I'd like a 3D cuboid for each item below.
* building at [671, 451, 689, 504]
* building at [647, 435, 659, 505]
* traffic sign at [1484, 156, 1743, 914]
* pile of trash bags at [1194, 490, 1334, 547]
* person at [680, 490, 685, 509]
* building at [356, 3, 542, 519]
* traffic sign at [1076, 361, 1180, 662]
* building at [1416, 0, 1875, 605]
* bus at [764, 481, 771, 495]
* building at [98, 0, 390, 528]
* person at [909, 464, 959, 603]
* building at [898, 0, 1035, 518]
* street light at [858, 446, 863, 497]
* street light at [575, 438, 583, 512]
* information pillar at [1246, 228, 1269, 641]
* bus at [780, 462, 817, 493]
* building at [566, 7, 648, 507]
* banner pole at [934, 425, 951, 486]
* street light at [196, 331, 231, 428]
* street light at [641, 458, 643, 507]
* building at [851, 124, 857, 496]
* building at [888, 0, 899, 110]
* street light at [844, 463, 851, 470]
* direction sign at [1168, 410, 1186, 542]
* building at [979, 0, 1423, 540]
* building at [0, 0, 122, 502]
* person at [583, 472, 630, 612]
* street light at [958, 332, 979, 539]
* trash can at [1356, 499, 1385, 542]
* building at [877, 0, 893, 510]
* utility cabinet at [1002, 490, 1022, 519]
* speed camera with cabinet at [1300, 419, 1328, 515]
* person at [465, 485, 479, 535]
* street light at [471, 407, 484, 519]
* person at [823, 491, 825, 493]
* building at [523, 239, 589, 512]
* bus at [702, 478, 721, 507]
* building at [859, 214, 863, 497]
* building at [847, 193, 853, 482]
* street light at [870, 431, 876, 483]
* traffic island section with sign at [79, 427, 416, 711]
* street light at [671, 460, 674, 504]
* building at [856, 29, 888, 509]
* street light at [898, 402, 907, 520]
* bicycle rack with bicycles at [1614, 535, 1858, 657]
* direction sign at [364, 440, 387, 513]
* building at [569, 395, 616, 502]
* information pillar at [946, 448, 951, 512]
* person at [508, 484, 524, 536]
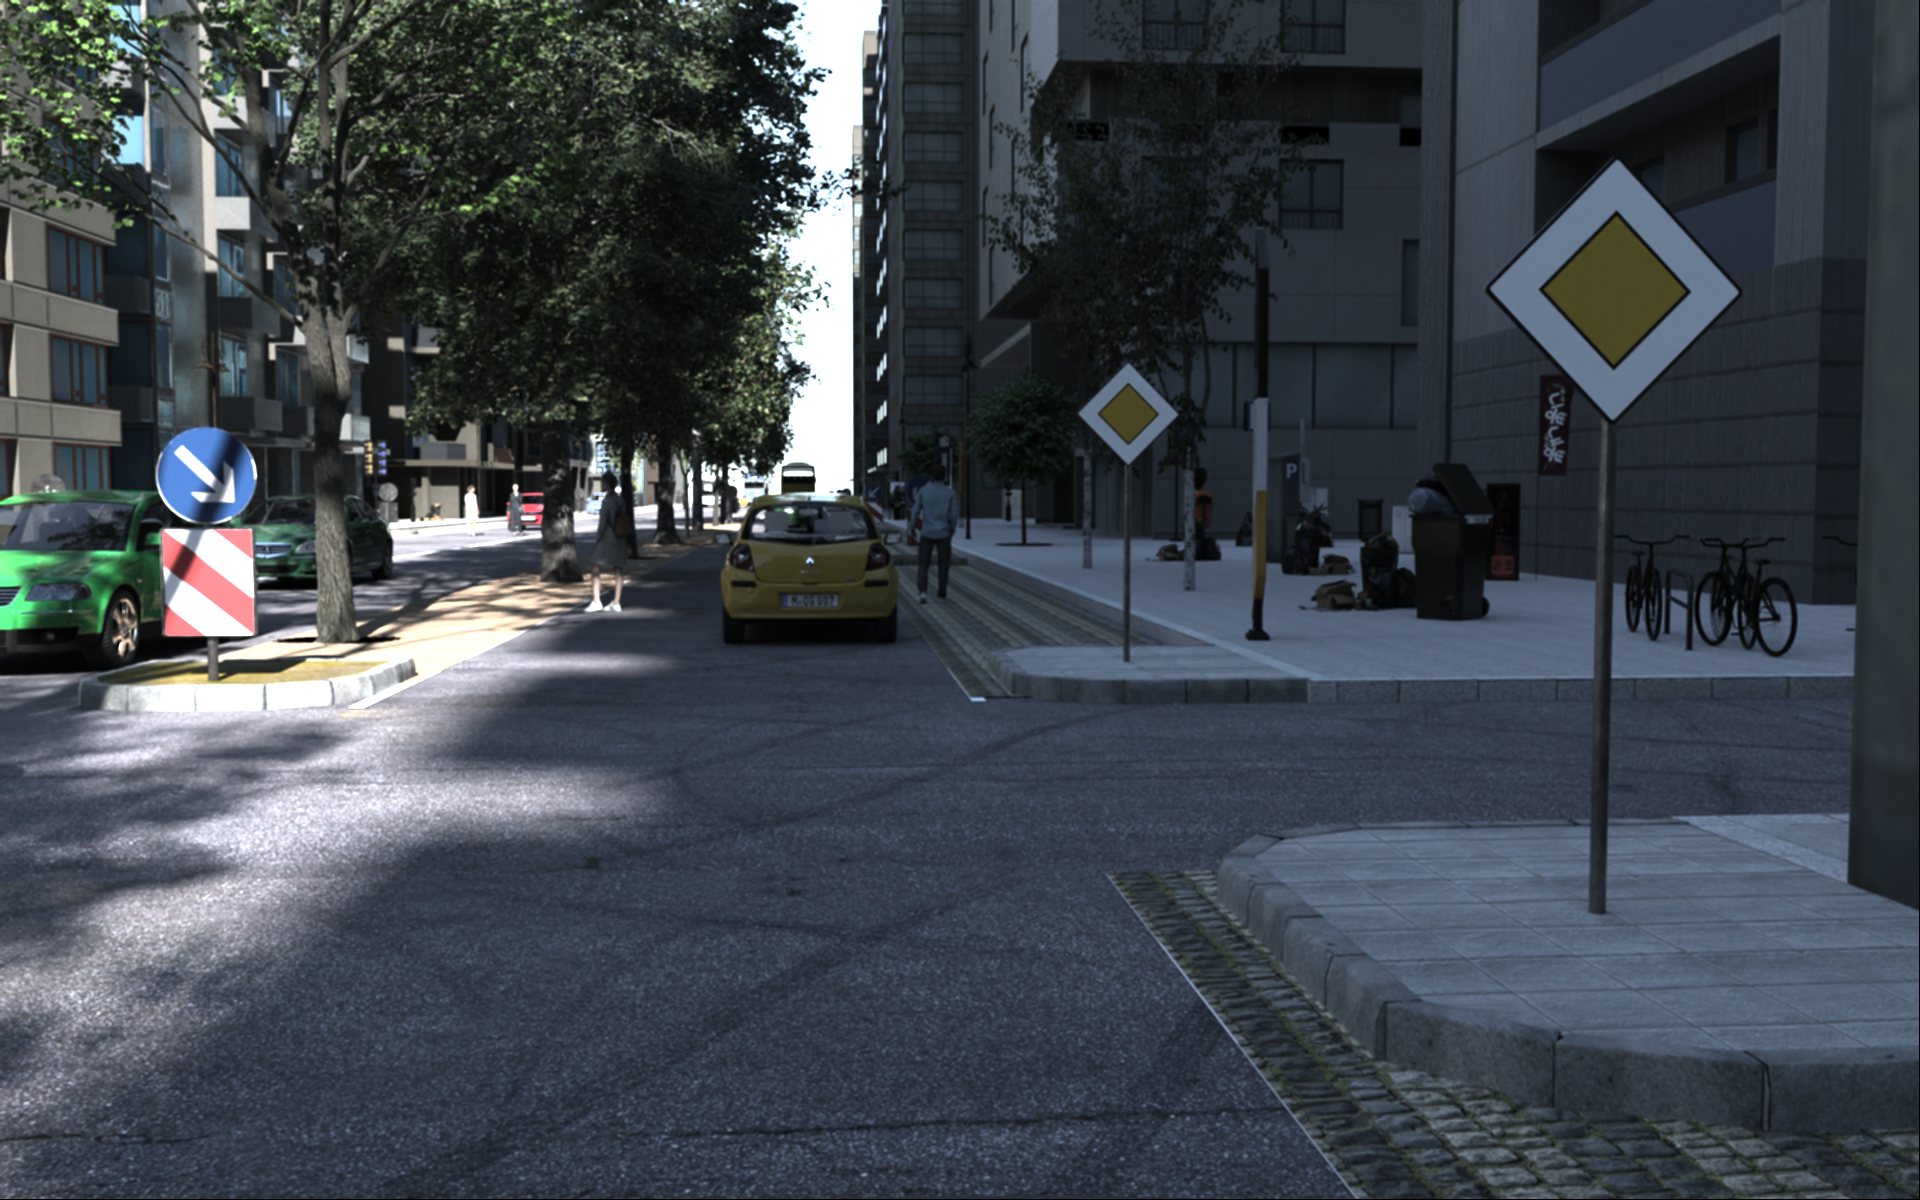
[{"bbox_3d":[-44.739,-33.797,236.183,14.154,41.232,14.086,0,4,-5],"label":"building"},{"bbox_3d":[-43.045,-34.111,207.822,14.600,45.320,14.200,0,4,-5],"label":"building"},{"bbox_3d":[1.950,-0.098,5.245,0.795,2.450,0.064,0,4,-5],"label":"traffic sign"},{"bbox_3d":[7.263,-1.984,42.187,3.447,1.369,1.912,0,4,-7],"label":"pile of trash bags"},{"bbox_3d":[-26.674,-9.705,167.310,0.705,1.807,1.348,-2,4,-34],"label":"person"},{"bbox_3d":[-36.415,-27.199,99.331,22.147,44.769,28.867,0,4,-5],"label":"building"},{"bbox_3d":[1.272,-0.585,13.202,0.795,2.450,0.064,0,4,-5],"label":"traffic sign"},{"bbox_3d":[23.414,-29.473,23.883,28.212,58.520,21.231,0,4,-5],"label":"building"},{"bbox_3d":[-27.524,-14.924,238.863,2.948,3.499,13.247,0,4,-5],"label":"bus"},{"bbox_3d":[-36.605,-27.350,66.773,23.786,49.044,30.456,0,4,-5],"label":"building"},{"bbox_3d":[-0.347,-0.863,22.638,0.660,1.820,0.620,0,4,5],"label":"person"},{"bbox_3d":[3.474,-25.313,97.456,14.154,41.232,14.086,0,4,-5],"label":"building"},{"bbox_3d":[-9.438,-11.685,163.838,0.468,5.910,1.993,0,4,-5],"label":"street light"},{"bbox_3d":[-27.679,-9.358,125.785,0.468,5.910,1.993,0,4,-5],"label":"street light"},{"bbox_3d":[2.626,-1.455,15.147,0.183,3.616,0.504,0,4,5],"label":"information pillar"},{"bbox_3d":[-12.247,-8.537,131.129,2.896,3.916,12.252,0,4,-5],"label":"bus"},{"bbox_3d":[-44.291,-53.240,183.147,22.319,86.520,31.000,0,4,-5],"label":"building"},{"bbox_3d":[-0.701,-4.456,62.879,0.863,3.779,0.401,2,4,31],"label":"banner pole"},{"bbox_3d":[-21.155,-4.674,49.203,0.468,5.910,1.993,0,4,-5],"label":"street light"},{"bbox_3d":[-31.645,-12.174,171.829,0.468,5.910,1.993,0,4,-5],"label":"street light"},{"bbox_3d":[-5.161,-31.286,195.120,14.154,41.232,14.086,0,4,-5],"label":"building"},{"bbox_3d":[2.570,-28.262,112.200,14.600,45.320,14.200,0,4,-5],"label":"building"},{"bbox_3d":[-13.353,-14.406,208.326,0.468,5.910,1.993,0,4,-5],"label":"street light"},{"bbox_3d":[5.866,-3.356,46.864,0.379,3.537,0.876,-2,4,-25],"label":"direction sign"},{"bbox_3d":[15.276,-28.876,61.355,28.713,52.752,27.495,0,4,-5],"label":"building"},{"bbox_3d":[-33.703,-11.170,27.667,27.650,21.520,28.899,0,4,-5],"label":"building"},{"bbox_3d":[-4.273,-0.714,21.181,0.522,1.701,0.512,1,4,23],"label":"person"},{"bbox_3d":[0.233,-4.691,49.478,0.468,5.910,1.993,0,4,-5],"label":"street light"},{"bbox_3d":[10.991,-2.126,46.406,0.748,1.137,0.748,0,3,0],"label":"trash can"},{"bbox_3d":[4.937,-31.533,135.165,23.786,49.044,30.456,0,4,-5],"label":"building"},{"bbox_3d":[2.616,-4.763,86.560,0.318,1.500,1.173,3,5,43],"label":"utility cabinet"},{"bbox_3d":[9.207,-3.176,46.262,0.660,3.252,2.038,2,4,32],"label":"speed camera with cabinet"},{"bbox_3d":[-16.865,-3.095,59.847,0.466,1.731,0.760,-1,4,-18],"label":"person"},{"bbox_3d":[-24.483,-7.049,88.041,0.468,5.910,1.993,0,4,-5],"label":"street light"},{"bbox_3d":[-19.440,-14.600,246.847,1.348,1.869,0.705,-3,5,-42],"label":"person"},{"bbox_3d":[-37.832,-41.901,123.340,20.563,71.187,20.611,0,4,-5],"label":"building"},{"bbox_3d":[-27.544,-12.070,192.211,2.948,3.499,13.247,0,4,-6],"label":"bus"},{"bbox_3d":[-3.500,-25.042,181.142,14.160,30.474,14.107,0,4,-5],"label":"building"},{"bbox_3d":[-3.190,-37.474,232.307,23.786,49.044,30.456,0,4,-5],"label":"building"},{"bbox_3d":[-6.317,-9.399,126.459,0.468,5.910,1.993,0,4,-5],"label":"street light"},{"bbox_3d":[-5.156,-0.260,12.393,2.006,1.907,1.989,0,4,-5],"label":"traffic island section with sign"},{"bbox_3d":[-34.766,-14.468,209.335,0.468,5.910,1.993,0,4,-5],"label":"street light"},{"bbox_3d":[-1.885,-28.963,157.134,14.154,41.232,14.086,0,4,-5],"label":"building"},{"bbox_3d":[-2.893,-6.977,86.857,0.468,5.910,1.993,0,4,-5],"label":"street light"},{"bbox_3d":[6.918,-0.080,14.685,2.852,0.926,2.925,1,4,18],"label":"bicycle rack with bicycles"},{"bbox_3d":[-24.500,-4.932,72.636,0.876,3.537,0.379,-2,4,-24],"label":"direction sign"},{"bbox_3d":[-46.187,-27.781,146.103,32.217,40.220,23.993,0,4,-5],"label":"building"},{"bbox_3d":[-0.618,-5.026,73.534,0.504,3.616,0.183,1,4,22],"label":"information pillar"},{"bbox_3d":[-15.205,-3.080,59.282,0.576,1.772,0.534,0,4,-4],"label":"person"}]
